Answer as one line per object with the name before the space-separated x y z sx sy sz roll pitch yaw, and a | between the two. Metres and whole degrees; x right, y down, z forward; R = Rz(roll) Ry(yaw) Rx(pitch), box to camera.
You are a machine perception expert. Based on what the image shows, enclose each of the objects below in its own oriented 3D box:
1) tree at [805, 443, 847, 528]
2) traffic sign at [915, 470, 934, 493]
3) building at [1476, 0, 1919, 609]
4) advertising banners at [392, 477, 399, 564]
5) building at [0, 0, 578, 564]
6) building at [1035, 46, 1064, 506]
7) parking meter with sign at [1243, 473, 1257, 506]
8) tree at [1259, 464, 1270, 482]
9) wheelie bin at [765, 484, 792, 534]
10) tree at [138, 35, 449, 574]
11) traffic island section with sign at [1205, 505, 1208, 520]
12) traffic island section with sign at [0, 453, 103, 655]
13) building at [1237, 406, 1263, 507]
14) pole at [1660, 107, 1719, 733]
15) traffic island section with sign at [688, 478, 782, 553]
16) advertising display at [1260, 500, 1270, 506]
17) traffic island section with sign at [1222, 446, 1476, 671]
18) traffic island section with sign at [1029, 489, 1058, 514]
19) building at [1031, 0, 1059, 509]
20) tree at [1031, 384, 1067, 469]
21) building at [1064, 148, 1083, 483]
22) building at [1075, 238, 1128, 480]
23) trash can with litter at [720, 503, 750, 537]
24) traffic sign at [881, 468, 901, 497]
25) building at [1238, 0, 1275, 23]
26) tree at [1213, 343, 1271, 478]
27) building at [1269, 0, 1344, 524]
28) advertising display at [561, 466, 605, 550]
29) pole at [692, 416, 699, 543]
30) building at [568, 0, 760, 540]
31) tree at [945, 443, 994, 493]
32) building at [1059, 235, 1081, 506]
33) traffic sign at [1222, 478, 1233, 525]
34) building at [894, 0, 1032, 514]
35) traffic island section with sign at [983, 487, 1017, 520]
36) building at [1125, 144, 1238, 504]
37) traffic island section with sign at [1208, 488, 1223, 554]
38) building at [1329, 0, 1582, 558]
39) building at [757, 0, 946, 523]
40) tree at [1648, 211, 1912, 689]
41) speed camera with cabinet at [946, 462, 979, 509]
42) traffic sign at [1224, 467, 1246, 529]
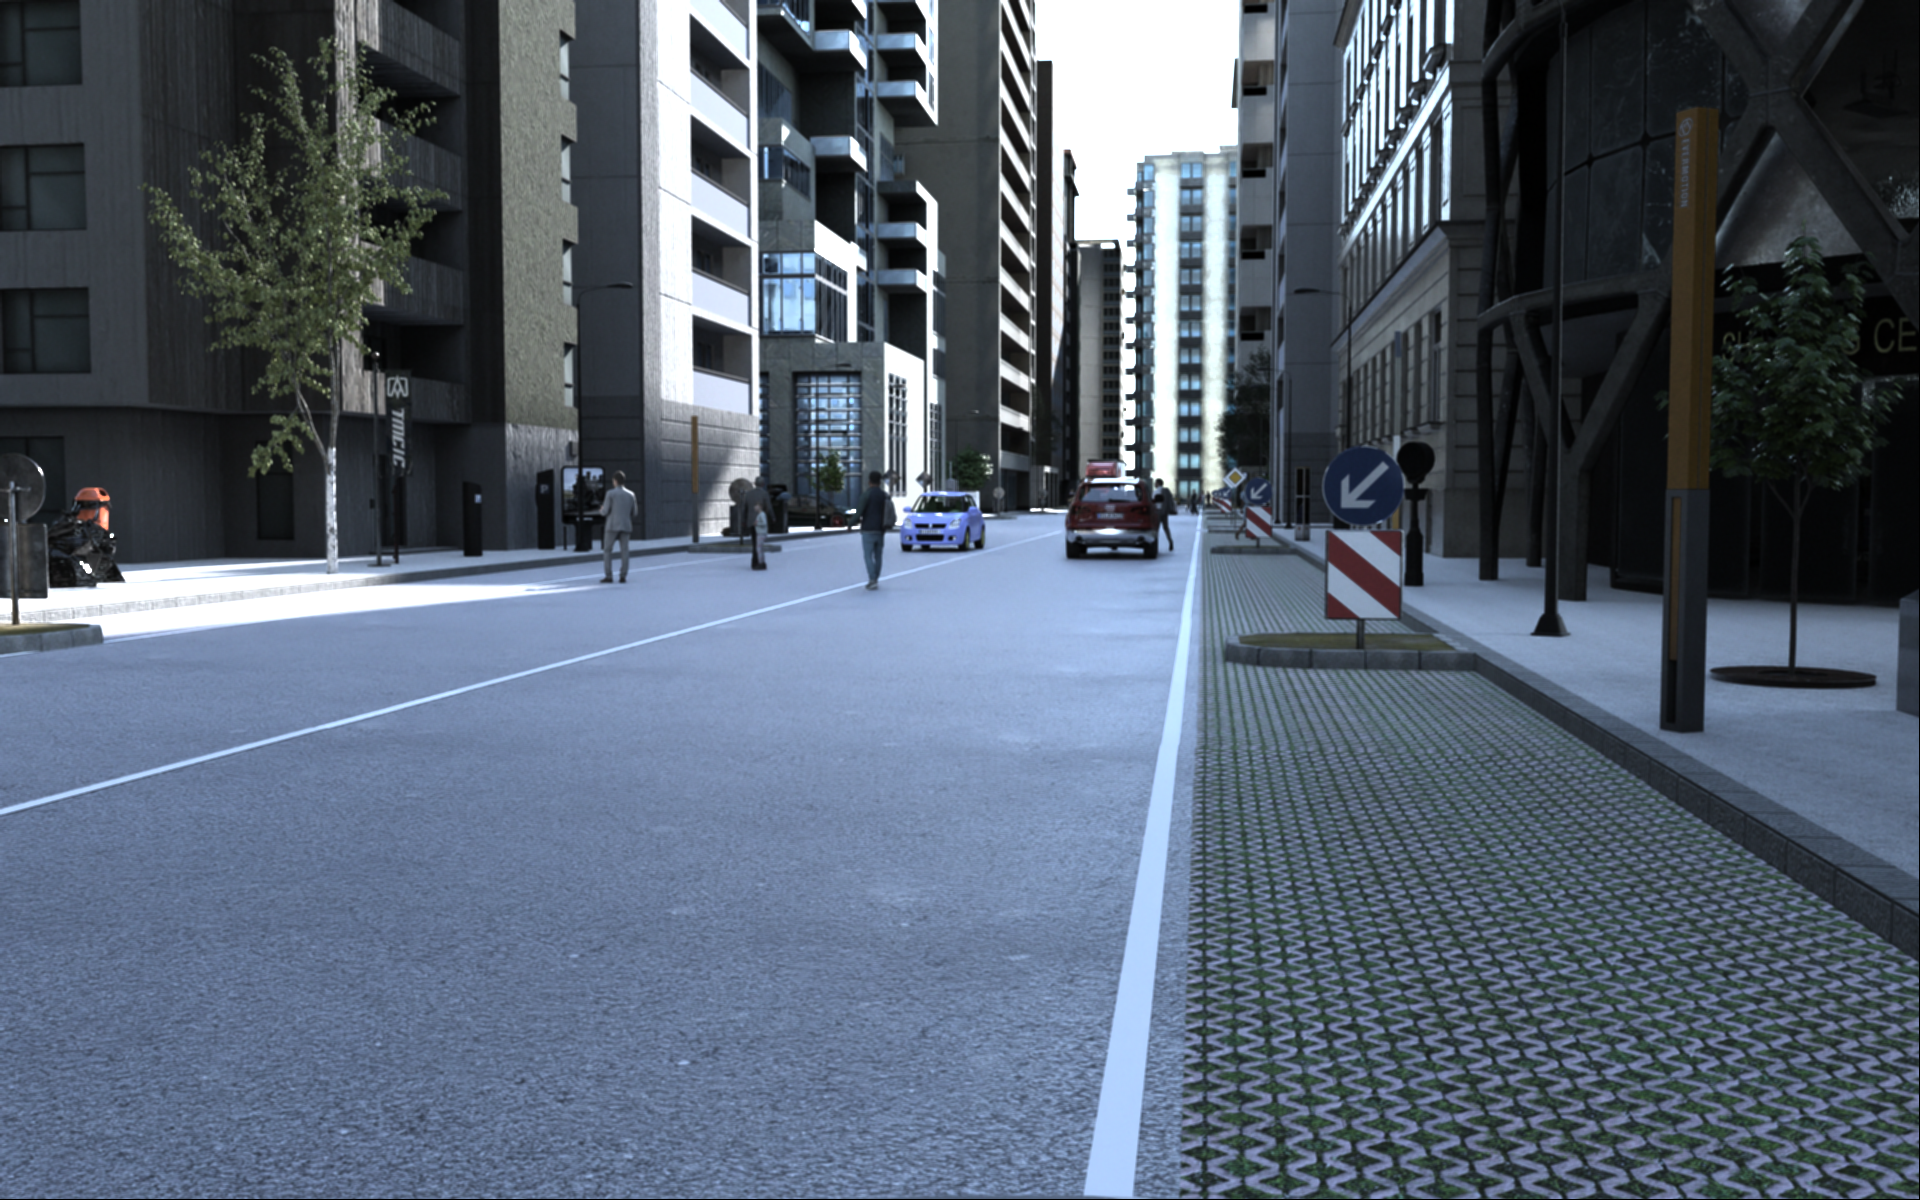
tree | -4.795 -4.331 65.420 1.663 3.219 1.824 0 3 0
traffic sign | -1.511 -4.278 73.589 0.795 2.450 0.064 0 4 8
building | 15.648 -9.528 23.233 16.820 18.784 16.811 0 4 8
advertising banners | -10.444 -2.193 32.037 0.090 3.025 2.074 -1 4 -19
building | -17.495 -16.239 37.212 14.160 30.474 14.107 0 4 8
building | 3.119 -32.227 177.025 14.600 45.320 14.200 0 4 8
parking meter with sign | 23.955 -8.905 141.856 1.738 3.016 0.543 -2 4 -35
tree | 16.881 -6.051 93.528 1.663 3.219 1.824 0 3 0
wheelie bin | -5.897 -2.939 55.958 0.980 1.594 0.693 1 4 11
tree | -10.312 -4.722 27.560 4.737 8.622 4.395 0 3 0
traffic island section with sign | 14.780 -5.389 96.739 1.989 1.847 2.006 0 4 8
traffic island section with sign | -9.259 -0.465 16.226 1.989 1.847 2.006 0 4 8
building | 37.748 -33.149 165.686 21.300 48.544 21.600 0 4 8
pole | 3.915 -0.945 9.296 0.158 3.312 0.155 0 3 0
traffic island section with sign | -5.507 -2.098 42.930 1.989 1.847 2.006 0 4 8
advertising display | 16.851 -5.551 95.972 0.974 1.923 0.123 -2 4 -35
traffic island section with sign | 3.309 -0.389 14.991 1.989 1.847 2.006 0 4 8
traffic island section with sign | 6.038 -7.129 125.187 1.989 1.847 2.006 0 4 8
building | -1.400 -44.102 159.325 20.563 71.187 20.611 0 4 8
tree | 4.387 -12.427 137.589 8.767 10.594 7.601 0 4 7
building | 1.508 -34.217 214.079 28.867 44.769 22.147 0 4 8
building | 11.628 -33.998 247.747 23.993 40.220 32.217 0 4 8
trash can with litter | -6.746 -2.486 52.026 1.055 1.170 0.624 2 4 30
traffic sign | -2.621 -3.794 65.681 0.795 2.450 0.064 0 4 8
building | 33.632 -32.724 124.271 28.713 52.752 27.495 0 4 8
tree | 19.028 -10.597 107.667 7.601 10.594 8.767 -2 4 -28
building | 28.669 -32.709 76.796 28.212 58.520 21.231 0 4 8
advertising display | -8.645 -2.112 39.753 0.974 1.923 0.123 -1 4 -20
pole | -6.936 -3.152 45.384 0.158 3.312 0.155 0 3 0
building | -21.521 -31.481 56.708 28.212 58.520 21.231 0 4 8
tree | 0.612 -7.712 109.799 4.285 4.588 4.351 0 3 0
building | 5.820 -25.699 191.874 14.160 30.474 14.107 0 4 8
traffic sign | 11.255 -4.168 71.782 0.795 2.450 0.064 0 4 8
building | -6.565 -30.523 122.760 21.300 48.544 21.600 0 4 8
traffic island section with sign | 2.215 -5.465 97.973 1.989 1.847 2.006 0 4 8
building | 38.366 -37.920 239.599 30.456 49.044 23.786 0 4 8
traffic island section with sign | 7.053 -2.022 41.686 1.989 1.847 2.006 0 4 8
building | 18.876 -13.083 47.183 16.112 22.955 30.059 0 4 8
building | -12.096 -47.409 87.803 22.319 86.520 31.000 0 4 8
tree | 5.846 -1.056 11.875 1.663 3.219 1.824 0 3 0
speed camera with cabinet | 0.136 -6.811 105.692 2.038 3.252 0.660 1 4 18
traffic sign | 10.145 -3.684 63.875 0.795 2.450 0.064 0 4 8
